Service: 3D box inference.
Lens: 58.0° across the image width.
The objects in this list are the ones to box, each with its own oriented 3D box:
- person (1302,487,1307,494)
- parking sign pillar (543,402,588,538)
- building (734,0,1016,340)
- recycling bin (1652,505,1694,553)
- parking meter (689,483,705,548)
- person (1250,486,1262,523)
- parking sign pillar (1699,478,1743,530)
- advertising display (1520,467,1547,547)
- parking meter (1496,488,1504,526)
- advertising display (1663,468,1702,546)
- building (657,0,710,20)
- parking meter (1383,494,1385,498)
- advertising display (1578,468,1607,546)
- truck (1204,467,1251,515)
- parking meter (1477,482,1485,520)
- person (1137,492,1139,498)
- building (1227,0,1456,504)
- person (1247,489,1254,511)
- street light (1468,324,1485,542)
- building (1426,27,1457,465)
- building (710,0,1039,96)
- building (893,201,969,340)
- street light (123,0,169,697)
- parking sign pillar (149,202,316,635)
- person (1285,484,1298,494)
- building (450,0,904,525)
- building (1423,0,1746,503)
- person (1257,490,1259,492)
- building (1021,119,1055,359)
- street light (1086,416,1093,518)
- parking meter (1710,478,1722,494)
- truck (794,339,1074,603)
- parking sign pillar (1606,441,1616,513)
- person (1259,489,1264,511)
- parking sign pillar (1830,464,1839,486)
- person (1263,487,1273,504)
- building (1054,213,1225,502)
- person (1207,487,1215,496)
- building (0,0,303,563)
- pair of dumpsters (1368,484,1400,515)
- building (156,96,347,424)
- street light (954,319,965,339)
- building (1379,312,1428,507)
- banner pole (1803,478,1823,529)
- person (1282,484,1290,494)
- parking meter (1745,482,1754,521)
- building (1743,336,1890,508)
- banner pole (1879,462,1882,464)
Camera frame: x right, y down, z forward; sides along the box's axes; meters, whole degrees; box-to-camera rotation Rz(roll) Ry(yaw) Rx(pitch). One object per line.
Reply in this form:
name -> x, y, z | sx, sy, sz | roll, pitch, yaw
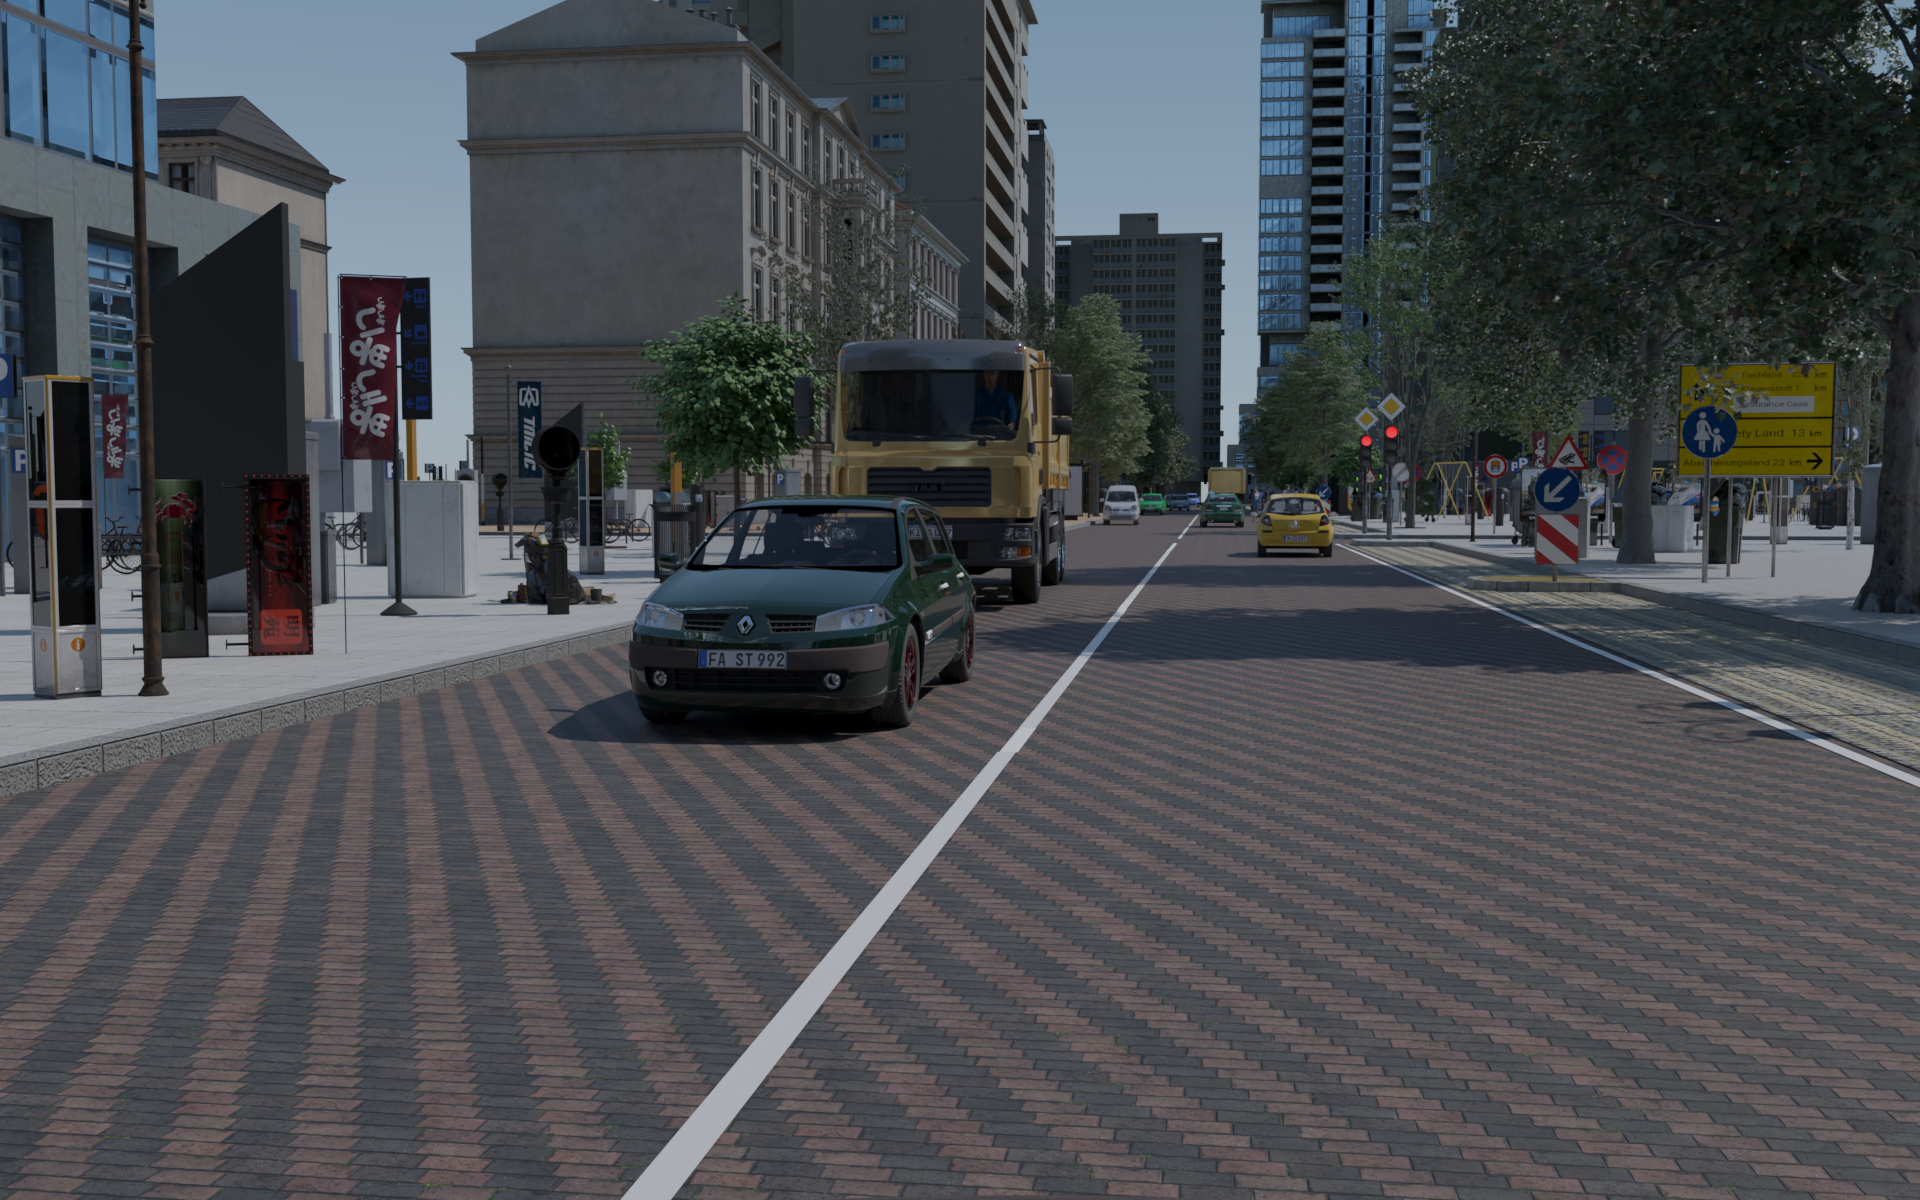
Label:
person -> 19.731, -5.557, 99.129 | 0.755, 1.850, 0.659 | 1, 4, 19
parking sign pillar -> -11.605, -3.832, 51.125 | 1.447, 3.967, 1.447 | 1, 4, 18
building -> -7.140, -31.903, 145.317 | 21.300, 48.544, 21.600 | 1, 4, 8
recycling bin -> 15.698, -1.567, 38.172 | 0.722, 1.027, 0.722 | 3, 4, 39
parking meter -> -6.306, -2.030, 41.605 | 0.372, 1.533, 0.369 | 0, 3, 0
person -> 14.895, -4.811, 87.191 | 0.581, 1.822, 0.654 | 1, 4, 11
parking sign pillar -> 26.977, -4.455, 61.308 | 1.447, 3.967, 1.447 | 0, 4, 4
advertising display -> 13.849, -2.228, 41.647 | 0.123, 1.923, 0.974 | -2, 4, -24
parking meter -> 21.603, -3.731, 69.420 | 0.372, 1.533, 0.369 | 0, 3, 0
advertising display -> 17.863, -2.302, 42.853 | 0.974, 1.923, 0.123 | 0, 4, -6
building -> -18.242, -39.675, 190.693 | 28.212, 58.520, 21.231 | 1, 4, 8
parking meter -> 23.654, -5.516, 95.900 | 0.399, 1.863, 0.255 | -1, 4, -22
advertising display -> 15.589, -2.296, 42.755 | 0.974, 1.923, 0.123 | -2, 4, -33
truck -> 19.073, -7.813, 123.665 | 3.469, 3.379, 9.791 | 1, 4, 9
parking meter -> 26.246, -4.987, 87.250 | 0.255, 1.863, 0.399 | 3, 4, 37
person -> 21.934, -12.462, 212.966 | 1.217, 1.736, 0.721 | -1, 4, -18
building -> 51.619, -56.159, 230.874 | 31.000, 86.520, 22.319 | 1, 4, 8
person -> 25.007, -8.582, 148.439 | 0.705, 1.869, 1.348 | 3, 4, 38
street light -> 13.758, -4.497, 46.307 | 0.468, 5.910, 1.993 | 1, 4, 8
building -> 48.945, -28.830, 154.959 | 14.154, 41.232, 14.086 | 1, 4, 8
building -> -7.783, -35.565, 170.732 | 28.713, 52.752, 27.495 | 1, 4, 8
building -> -6.598, -17.103, 115.792 | 11.583, 22.565, 21.152 | 1, 4, 8
street light -> -5.144, -2.329, 10.869 | 0.468, 5.910, 1.993 | 1, 4, 8
parking sign pillar -> -6.877, -1.702, 16.293 | 1.447, 3.967, 1.447 | 0, 4, 3
person -> 12.711, -3.520, 66.149 | 0.694, 1.812, 0.767 | 1, 4, 16
building -> -11.443, -16.463, 88.255 | 14.460, 24.649, 34.723 | 1, 4, 8
building -> 48.741, -42.705, 136.476 | 20.563, 71.187, 20.611 | 1, 4, 8
person -> 26.168, -8.794, 152.288 | 0.705, 1.822, 1.348 | 1, 4, 19
building -> 3.211, -31.080, 191.747 | 14.086, 41.232, 14.154 | 1, 4, 8
street light -> 6.887, -7.320, 92.475 | 0.468, 5.910, 1.993 | 1, 4, 8
parking meter -> 19.492, -2.384, 44.682 | 0.255, 1.863, 0.399 | 3, 5, 44
truck -> 0.064, -1.778, 24.987 | 3.469, 3.379, 9.791 | 0, 4, 6
parking sign pillar -> 32.735, -6.064, 87.617 | 1.447, 3.967, 1.447 | 2, 4, 35
person -> 26.040, -8.669, 150.110 | 0.599, 1.838, 0.709 | 2, 4, 32
parking sign pillar -> 55.713, -7.458, 110.413 | 1.447, 3.967, 1.447 | 2, 4, 30
person -> 20.343, -6.510, 114.304 | 0.648, 1.900, 0.474 | -2, 4, -35
building -> 24.874, -33.671, 242.396 | 23.993, 40.220, 32.217 | 1, 4, 8
person -> 14.821, -5.749, 102.355 | 0.638, 1.841, 0.748 | -1, 4, -18
building -> -32.787, -43.910, 30.595 | 31.000, 86.520, 22.319 | 1, 4, 8
pair of dumpsters -> 24.789, -6.031, 101.102 | 1.574, 2.255, 4.437 | 1, 4, 8
building -> -39.590, -13.129, 79.281 | 19.286, 19.102, 10.561 | 1, 4, 8
street light -> -0.014, -4.474, 45.945 | 0.468, 5.910, 1.993 | 1, 4, 8
building -> 58.106, -20.236, 175.900 | 27.650, 21.520, 28.899 | 1, 4, 8
banner pole -> 31.769, -4.545, 64.334 | 0.863, 3.779, 0.401 | 1, 4, 14
person -> 13.588, -3.940, 72.768 | 0.795, 1.843, 0.661 | 1, 4, 21
parking meter -> 38.008, -4.750, 83.372 | 0.255, 1.863, 0.399 | 0, 4, 1
building -> 91.635, -20.042, 172.726 | 28.899, 21.520, 27.650 | 1, 4, 8
banner pole -> 62.936, -7.842, 118.235 | 0.863, 3.779, 0.401 | -2, 4, -33
